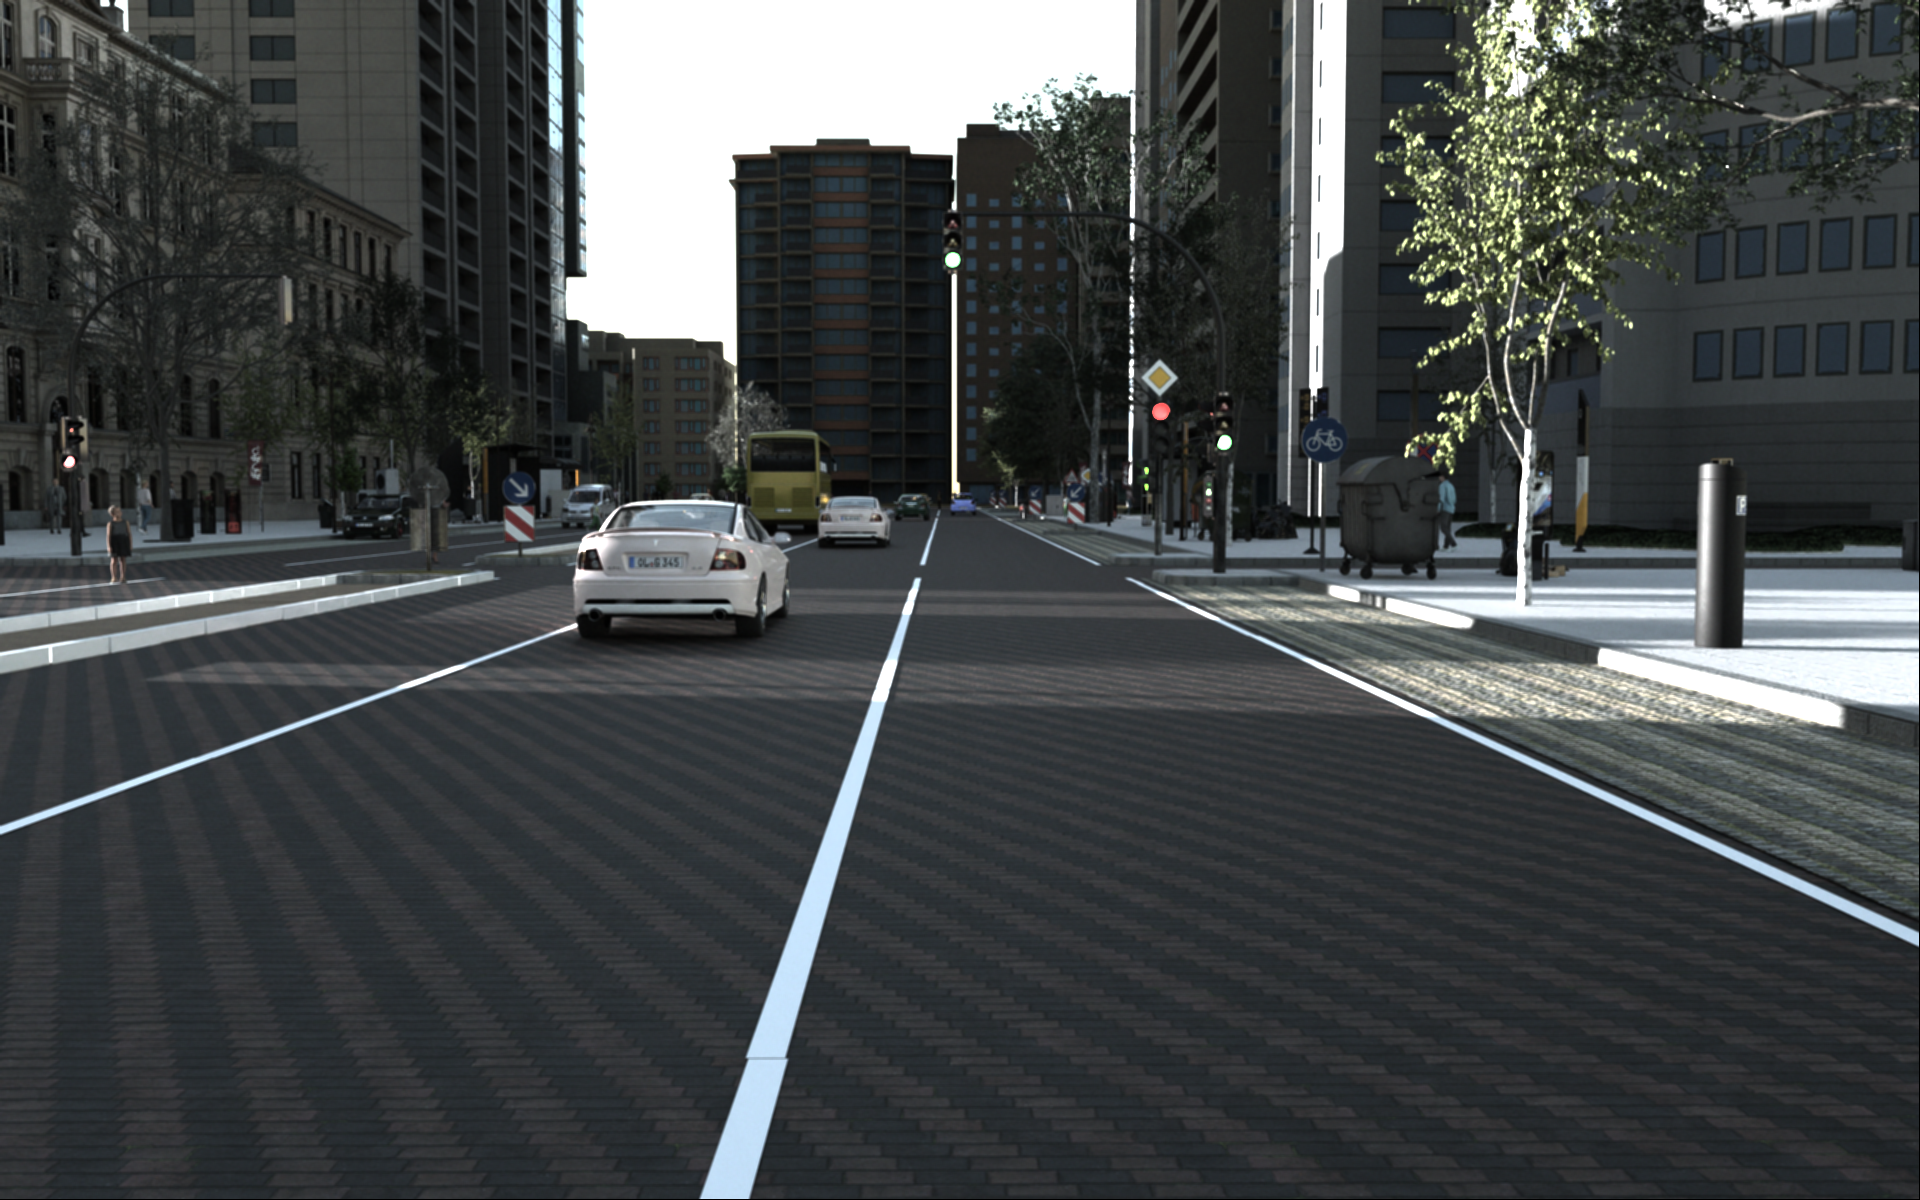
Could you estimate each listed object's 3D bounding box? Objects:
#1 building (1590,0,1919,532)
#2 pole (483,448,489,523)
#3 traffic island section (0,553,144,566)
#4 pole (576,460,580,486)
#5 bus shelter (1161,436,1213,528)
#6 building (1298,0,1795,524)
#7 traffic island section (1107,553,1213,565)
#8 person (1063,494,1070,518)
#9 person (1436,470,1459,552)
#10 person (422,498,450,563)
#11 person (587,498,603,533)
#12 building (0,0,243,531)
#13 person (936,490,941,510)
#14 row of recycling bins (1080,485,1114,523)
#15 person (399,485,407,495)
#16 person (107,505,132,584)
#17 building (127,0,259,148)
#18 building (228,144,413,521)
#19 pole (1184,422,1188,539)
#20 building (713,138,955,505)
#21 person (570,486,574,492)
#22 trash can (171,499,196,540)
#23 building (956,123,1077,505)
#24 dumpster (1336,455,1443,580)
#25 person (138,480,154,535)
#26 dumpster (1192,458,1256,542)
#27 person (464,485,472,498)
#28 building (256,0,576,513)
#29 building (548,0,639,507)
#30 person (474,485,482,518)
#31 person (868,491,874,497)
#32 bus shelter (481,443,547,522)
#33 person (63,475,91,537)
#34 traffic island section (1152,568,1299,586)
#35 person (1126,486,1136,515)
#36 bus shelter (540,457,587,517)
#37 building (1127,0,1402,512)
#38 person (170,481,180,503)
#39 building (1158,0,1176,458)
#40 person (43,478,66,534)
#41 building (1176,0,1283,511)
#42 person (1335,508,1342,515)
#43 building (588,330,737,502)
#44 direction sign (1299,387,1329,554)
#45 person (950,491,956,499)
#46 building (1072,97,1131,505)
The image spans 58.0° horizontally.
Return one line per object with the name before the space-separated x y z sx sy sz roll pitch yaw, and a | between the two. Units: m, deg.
building | 34.243 -31.494 56.930 28.212 58.520 21.231 0 4 -1
pole | -20.896 -5.042 76.278 0.158 3.312 0.155 0 3 0
traffic island section | -18.379 -0.839 35.992 2.009 0.180 2.903 0 4 -1
pole | -22.713 -6.676 103.002 0.158 3.312 0.155 0 3 0
bus shelter | 8.480 -4.266 63.677 2.014 3.302 5.546 0 4 -1
building | 28.566 -33.851 95.457 21.231 58.520 28.212 0 4 -1
traffic island section | 4.162 -0.851 36.188 2.009 0.180 2.903 0 4 -1
person | 5.839 -5.128 94.134 0.306 1.304 0.590 -2 4 -35
person | 10.859 -1.986 38.534 0.620 1.820 0.660 3 4 37
person | -10.866 -1.640 35.676 0.532 1.782 0.716 3 5 44
person | -13.388 -3.100 63.429 0.590 1.304 0.306 1 4 9
building | -38.871 -14.959 63.664 14.460 24.649 34.723 0 4 -1
person | -1.899 -9.098 157.344 0.705 1.812 1.348 -1 4 -18
row of recycling bins | 6.187 -4.373 78.615 1.069 1.692 3.534 1 4 19
person | -28.604 -5.035 89.117 0.466 1.731 0.760 -1 4 -23
person | -13.493 -0.896 27.814 0.362 1.253 0.373 -2 4 -31
building | -42.637 -41.682 119.745 20.563 71.187 20.611 0 4 -1
building | -36.779 -13.834 90.808 10.561 19.102 19.286 0 4 -1
pole | 6.350 -3.370 48.949 0.158 3.312 0.155 0 3 0
building | -15.056 -34.335 216.000 28.867 44.769 22.147 0 4 -1
person | -23.739 -6.092 105.916 0.793 1.790 0.793 -1 4 -23
trash can | -21.900 -2.269 48.746 0.748 1.137 0.748 0 3 0
building | 6.663 -34.402 212.590 14.200 45.320 14.600 0 4 -1
dumpster | 6.610 -1.279 26.668 1.264 1.857 1.865 0 4 -1
person | -25.808 -2.942 54.823 0.731 1.740 0.598 1 4 17
dumpster | 7.215 -2.744 47.354 1.502 2.255 1.985 0 4 0
person | -30.861 -6.299 108.873 0.661 1.843 0.795 -2 4 -30
building | -42.372 -42.940 140.320 20.563 71.187 20.611 0 4 -1
building | -48.220 -52.011 163.056 31.000 86.520 22.319 0 4 -1
person | -25.939 -5.311 93.428 0.519 1.759 0.362 0 4 2
person | -8.959 -10.153 174.944 0.683 1.767 0.568 -1 4 -17
bus shelter | -21.386 -5.628 83.300 1.731 3.624 6.357 0 4 -1
person | -26.092 -2.786 51.371 0.659 1.850 0.755 2 4 33
traffic island section | 4.233 -0.362 28.204 2.009 0.180 2.903 0 4 -1
person | 10.155 -5.939 103.734 0.643 1.750 0.593 -3 4 -36
bus shelter | -22.260 -6.254 96.178 2.014 3.302 5.546 0 4 -1
building | 26.503 -37.894 161.562 21.231 58.520 28.212 0 4 -1
person | -30.517 -3.705 66.898 0.850 1.792 0.678 1 4 13
building | 23.777 -29.938 139.597 14.600 45.320 14.200 0 4 -1
person | -29.201 -3.041 55.868 0.694 1.812 0.767 -2 4 -28
building | 27.126 -30.456 121.662 21.300 48.544 21.600 0 4 -1
person | 17.067 -3.991 76.794 1.012 1.151 0.738 -2 4 -33
building | -44.405 -22.881 219.144 28.899 21.520 27.650 0 4 -1
direction sign | 7.557 -2.758 37.083 0.379 3.537 0.876 -2 4 -31
person | -0.545 -10.933 187.281 1.348 1.821 0.705 -2 4 -34
building | 24.540 -36.177 215.187 21.600 48.544 21.300 0 4 -1
